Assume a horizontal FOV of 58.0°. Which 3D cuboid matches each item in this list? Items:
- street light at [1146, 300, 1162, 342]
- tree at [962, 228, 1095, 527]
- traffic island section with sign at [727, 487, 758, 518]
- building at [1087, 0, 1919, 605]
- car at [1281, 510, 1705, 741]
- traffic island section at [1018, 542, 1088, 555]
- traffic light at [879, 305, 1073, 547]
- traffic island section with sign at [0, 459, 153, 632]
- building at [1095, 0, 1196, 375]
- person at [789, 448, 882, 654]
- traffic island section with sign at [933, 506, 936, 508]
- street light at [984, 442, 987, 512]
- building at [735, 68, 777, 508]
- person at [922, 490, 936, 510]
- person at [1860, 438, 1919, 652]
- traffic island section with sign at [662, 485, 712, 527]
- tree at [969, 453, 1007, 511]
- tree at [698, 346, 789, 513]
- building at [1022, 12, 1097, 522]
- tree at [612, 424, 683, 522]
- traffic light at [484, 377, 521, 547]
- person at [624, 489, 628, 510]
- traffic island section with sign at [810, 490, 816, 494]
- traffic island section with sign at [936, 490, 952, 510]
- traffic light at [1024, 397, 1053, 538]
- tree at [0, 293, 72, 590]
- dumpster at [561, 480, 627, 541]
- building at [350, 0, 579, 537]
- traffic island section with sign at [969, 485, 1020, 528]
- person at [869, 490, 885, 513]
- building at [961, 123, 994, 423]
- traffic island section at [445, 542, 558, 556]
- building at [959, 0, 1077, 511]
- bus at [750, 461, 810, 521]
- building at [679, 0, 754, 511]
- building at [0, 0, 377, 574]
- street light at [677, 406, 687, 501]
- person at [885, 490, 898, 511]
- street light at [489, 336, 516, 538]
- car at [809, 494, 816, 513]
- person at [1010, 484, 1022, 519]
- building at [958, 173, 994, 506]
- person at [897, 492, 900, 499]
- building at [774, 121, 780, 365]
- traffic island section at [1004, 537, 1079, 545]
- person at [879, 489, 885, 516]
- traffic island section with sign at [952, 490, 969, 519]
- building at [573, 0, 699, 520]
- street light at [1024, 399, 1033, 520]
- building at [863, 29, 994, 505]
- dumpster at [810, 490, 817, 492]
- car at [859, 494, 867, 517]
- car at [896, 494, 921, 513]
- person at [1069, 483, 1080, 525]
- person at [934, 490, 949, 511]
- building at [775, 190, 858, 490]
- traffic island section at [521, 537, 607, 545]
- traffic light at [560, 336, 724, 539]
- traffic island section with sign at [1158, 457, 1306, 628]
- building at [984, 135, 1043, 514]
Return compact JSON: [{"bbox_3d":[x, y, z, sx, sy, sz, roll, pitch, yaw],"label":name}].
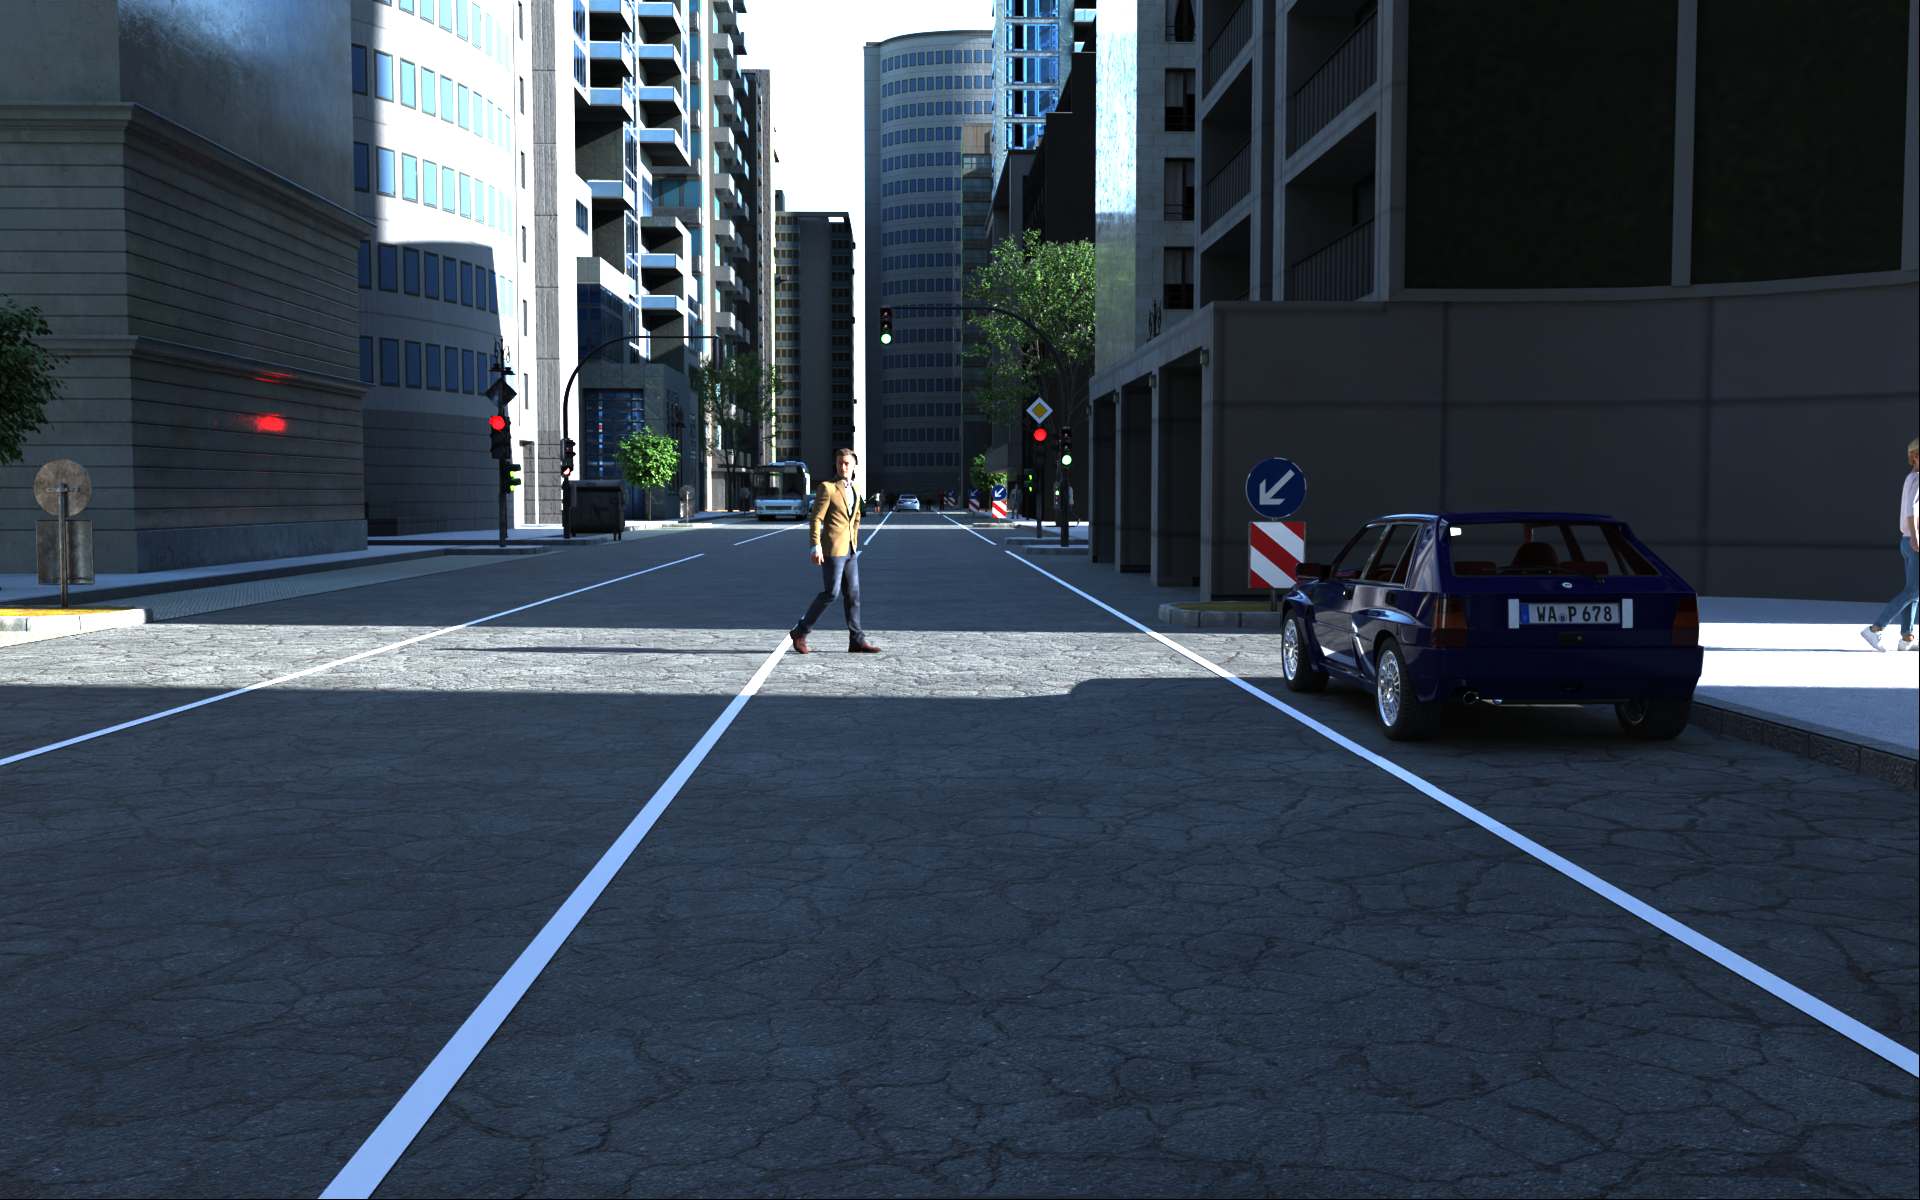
[{"bbox_3d":[4.638,-4.194,41.354,0.468,5.910,1.993,0,4,-2],"label":"street light"},{"bbox_3d":[3.892,-8.655,67.259,9.928,11.665,9.643,0,3,0],"label":"tree"},{"bbox_3d":[-12.636,-5.703,101.873,1.989,1.847,2.006,0,4,-2],"label":"traffic island section with sign"},{"bbox_3d":[13.256,-35.874,24.785,20.563,71.187,20.611,0,4,-2],"label":"building"},{"bbox_3d":[3.294,0.070,11.433,1.945,1.354,3.894,0,4,-2],"label":"car"},{"bbox_3d":[2.570,-1.222,42.260,2.009,0.180,2.903,0,4,-2],"label":"traffic island section"},{"bbox_3d":[0.441,-4.114,41.937,4.771,5.953,1.251,0,4,-2],"label":"traffic light"},{"bbox_3d":[-10.011,-0.626,18.855,1.989,1.847,2.006,0,4,-2],"label":"traffic island section with sign"},{"bbox_3d":[13.205,-12.205,54.298,16.860,20.320,10.420,0,4,-2],"label":"building"},{"bbox_3d":[-1.127,-0.435,15.531,0.836,1.842,0.656,0,4,3],"label":"person"},{"bbox_3d":[-1.749,-10.428,179.118,1.989,1.847,2.006,0,4,-2],"label":"traffic island section with sign"},{"bbox_3d":[1.900,-9.306,124.946,0.468,5.910,1.993,0,4,-2],"label":"street light"},{"bbox_3d":[-24.754,-29.240,161.661,14.154,41.232,14.086,0,4,-2],"label":"building"},{"bbox_3d":[-2.799,-8.964,155.075,1.348,1.823,0.705,-1,4,-22],"label":"person"},{"bbox_3d":[7.657,-0.449,14.052,0.598,1.740,0.731,1,4,10],"label":"person"},{"bbox_3d":[-11.793,-4.055,74.931,1.989,1.847,2.006,0,4,-2],"label":"traffic island section with sign"},{"bbox_3d":[2.179,-8.847,128.358,4.285,4.588,4.351,0,3,0],"label":"tree"},{"bbox_3d":[-15.968,-11.934,120.878,9.928,11.665,9.643,0,3,0],"label":"tree"},{"bbox_3d":[9.807,-15.737,86.985,12.332,23.373,15.834,0,4,-2],"label":"building"},{"bbox_3d":[-14.683,-5.971,81.335,4.285,4.588,4.351,0,3,0],"label":"tree"},{"bbox_3d":[-11.025,-3.228,41.702,0.839,4.253,0.868,0,4,-2],"label":"traffic light"},{"bbox_3d":[-16.466,-4.782,84.328,0.635,1.810,0.391,0,4,-7],"label":"person"},{"bbox_3d":[-15.068,-10.417,178.944,1.989,1.847,2.006,0,4,-2],"label":"traffic island section with sign"},{"bbox_3d":[-0.891,-8.780,152.176,1.989,1.847,2.006,0,4,-2],"label":"traffic island section with sign"},{"bbox_3d":[2.277,-3.743,50.126,0.839,4.253,0.868,0,4,-2],"label":"traffic light"},{"bbox_3d":[-13.365,-2.384,22.701,4.285,4.588,4.351,0,3,0],"label":"tree"},{"bbox_3d":[-11.186,-2.733,52.896,1.865,1.857,1.264,0,4,-2],"label":"dumpster"},{"bbox_3d":[-27.105,-31.782,61.629,21.231,58.520,28.212,0,4,-2],"label":"building"},{"bbox_3d":[1.547,-4.049,74.828,1.989,1.847,2.006,0,4,-2],"label":"traffic island section with sign"},{"bbox_3d":[-6.340,-7.499,131.888,1.217,1.735,0.721,-1,4,-12],"label":"person"},{"bbox_3d":[7.076,-31.222,194.067,14.154,41.232,14.086,0,4,-2],"label":"building"},{"bbox_3d":[-11.065,-1.196,41.835,2.009,0.180,2.903,0,4,-2],"label":"traffic island section"},{"bbox_3d":[11.571,-50.961,145.881,22.319,86.520,31.000,0,4,-2],"label":"building"},{"bbox_3d":[-9.808,-6.191,96.081,2.948,3.499,13.247,0,4,-3],"label":"bus"},{"bbox_3d":[-28.805,-31.765,138.959,23.786,49.044,30.456,0,4,-2],"label":"building"},{"bbox_3d":[-30.372,-13.107,33.377,34.723,24.649,14.460,0,4,-2],"label":"building"},{"bbox_3d":[-14.678,-7.245,91.245,0.468,5.910,1.993,0,4,-2],"label":"street light"},{"bbox_3d":[-5.835,-8.469,147.098,1.348,1.807,0.705,-2,4,-32],"label":"person"},{"bbox_3d":[-13.331,-4.759,50.595,0.468,5.910,1.993,0,4,-2],"label":"street light"},{"bbox_3d":[-10.250,-6.381,116.124,2.131,1.459,4.920,0,4,-4],"label":"car"},{"bbox_3d":[2.902,-5.092,89.401,0.635,1.810,0.391,0,4,-2],"label":"person"},{"bbox_3d":[16.114,-29.571,175.370,32.217,40.220,23.993,0,4,-2],"label":"building"},{"bbox_3d":[-6.631,-11.094,190.706,0.721,1.723,1.217,1,4,23],"label":"person"},{"bbox_3d":[-32.937,-32.706,189.362,28.867,44.769,22.147,0,4,-2],"label":"building"},{"bbox_3d":[2.317,-1.710,50.241,2.009,0.180,2.903,0,4,-2],"label":"traffic island section"},{"bbox_3d":[-4.982,-6.247,110.977,0.374,1.781,0.599,3,5,40],"label":"person"},{"bbox_3d":[0.688,-5.697,101.769,1.989,1.847,2.006,0,4,-2],"label":"traffic island section with sign"},{"bbox_3d":[-26.257,-48.054,98.356,22.319,86.520,31.000,0,4,-2],"label":"building"},{"bbox_3d":[3.294,-6.825,84.379,0.468,5.910,1.993,0,4,-2],"label":"street light"},{"bbox_3d":[2.056,-41.400,218.887,28.212,58.520,21.231,0,4,-2],"label":"building"},{"bbox_3d":[-15.419,-10.714,183.396,1.865,1.857,1.264,0,4,-2],"label":"dumpster"},{"bbox_3d":[-6.853,-6.129,109.004,1.959,1.807,4.718,0,4,0],"label":"car"},{"bbox_3d":[-4.037,-7.515,134.872,2.014,1.417,4.499,0,4,-1],"label":"car"},{"bbox_3d":[4.511,-3.970,70.793,0.795,1.843,0.661,-1,4,-10],"label":"person"},{"bbox_3d":[-1.572,-8.634,149.606,1.348,1.831,0.705,1,4,17],"label":"person"},{"bbox_3d":[-25.493,-32.526,223.681,23.993,40.220,32.217,0,4,-2],"label":"building"},{"bbox_3d":[-11.317,-1.684,49.817,2.009,0.180,2.903,0,4,-2],"label":"traffic island section"},{"bbox_3d":[-9.189,-4.594,49.784,4.771,5.953,1.251,0,4,-2],"label":"traffic light"},{"bbox_3d":[3.297,-0.668,19.550,1.989,1.847,2.006,0,4,-2],"label":"traffic island section with sign"},{"bbox_3d":[9.323,-17.785,109.845,14.314,24.678,30.058,0,4,-2],"label":"building"}]
